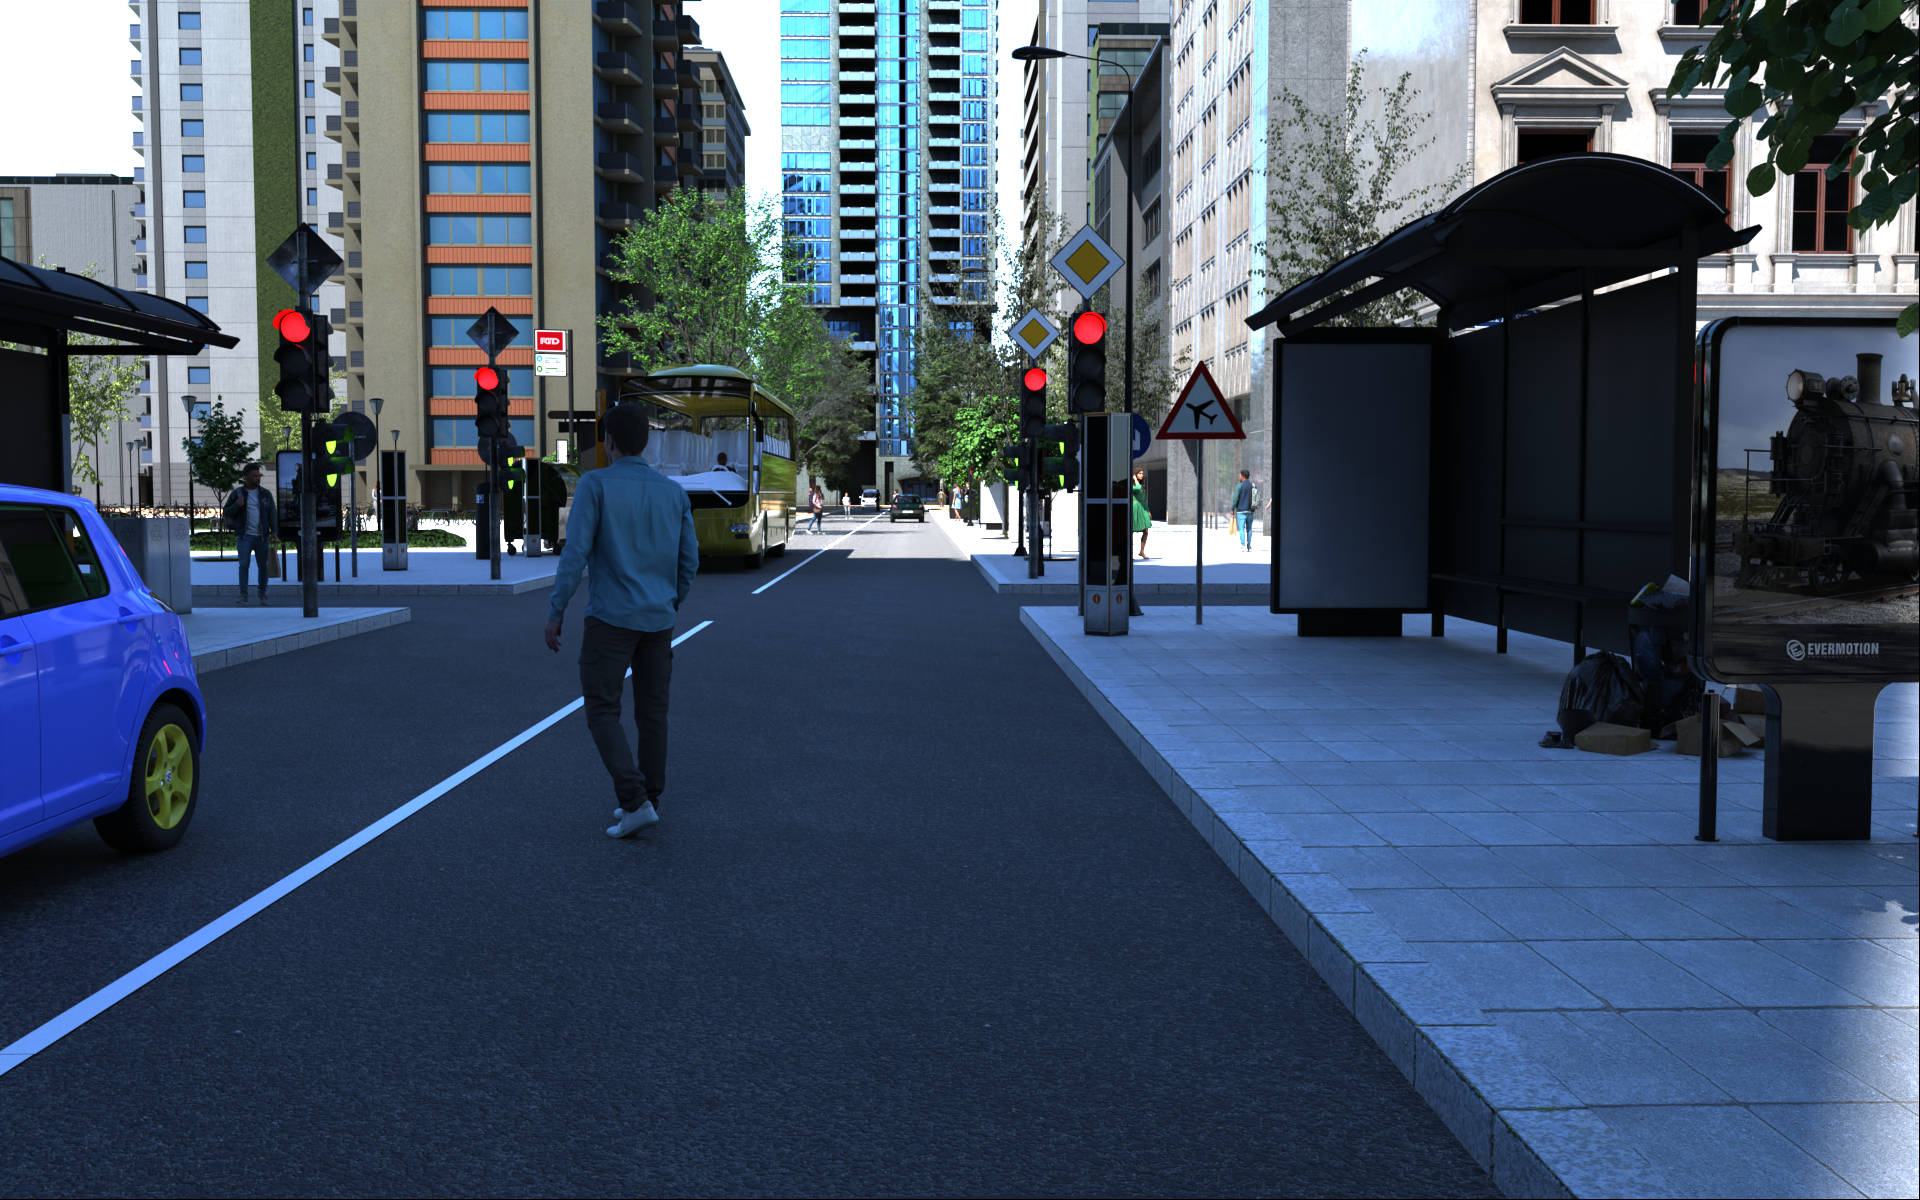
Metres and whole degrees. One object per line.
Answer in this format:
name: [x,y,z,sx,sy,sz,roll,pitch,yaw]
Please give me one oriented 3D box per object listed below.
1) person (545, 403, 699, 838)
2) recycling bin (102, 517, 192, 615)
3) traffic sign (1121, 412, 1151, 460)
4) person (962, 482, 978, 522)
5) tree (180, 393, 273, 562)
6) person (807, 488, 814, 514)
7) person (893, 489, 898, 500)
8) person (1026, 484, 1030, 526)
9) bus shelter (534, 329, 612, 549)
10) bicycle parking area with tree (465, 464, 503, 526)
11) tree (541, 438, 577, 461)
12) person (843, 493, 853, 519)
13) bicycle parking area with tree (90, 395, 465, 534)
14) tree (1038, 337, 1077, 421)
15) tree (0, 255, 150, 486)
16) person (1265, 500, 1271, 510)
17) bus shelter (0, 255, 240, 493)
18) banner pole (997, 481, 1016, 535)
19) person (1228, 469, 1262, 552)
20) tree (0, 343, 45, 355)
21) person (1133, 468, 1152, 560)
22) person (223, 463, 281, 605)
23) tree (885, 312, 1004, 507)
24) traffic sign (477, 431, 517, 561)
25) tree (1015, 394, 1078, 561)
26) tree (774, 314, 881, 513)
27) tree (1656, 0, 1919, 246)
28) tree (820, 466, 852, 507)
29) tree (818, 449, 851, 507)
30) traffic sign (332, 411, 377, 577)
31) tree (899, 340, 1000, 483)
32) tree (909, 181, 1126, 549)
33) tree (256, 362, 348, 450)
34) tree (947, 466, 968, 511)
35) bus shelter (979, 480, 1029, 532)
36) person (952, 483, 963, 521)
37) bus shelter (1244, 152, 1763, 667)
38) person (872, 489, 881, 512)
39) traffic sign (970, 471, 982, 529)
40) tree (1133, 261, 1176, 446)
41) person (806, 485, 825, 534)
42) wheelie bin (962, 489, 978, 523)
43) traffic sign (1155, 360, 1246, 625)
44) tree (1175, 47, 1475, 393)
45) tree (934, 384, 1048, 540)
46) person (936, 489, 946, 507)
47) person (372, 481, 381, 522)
person: [-1.399,0.070,7.372,0.660,1.820,0.620,-3,5,-44]
recycling bin: [-8.686,-0.355,18.364,0.722,1.027,0.722,1,4,15]
traffic sign: [2.571,-1.633,26.812,0.768,2.556,0.104,0,4,4]
person: [0.457,-4.405,78.023,0.822,1.834,0.622,-1,4,-18]
tree: [-14.078,-2.365,33.270,1.663,3.219,1.824,0,3,0]
person: [-9.637,-6.451,112.434,0.530,1.710,0.541,-1,4,-10]
person: [-3.609,-5.527,99.696,0.563,1.720,0.643,3,4,36]
person: [2.217,-2.991,55.222,0.850,1.792,0.678,1,4,15]
bus shelter: [-9.338,-4.117,44.942,2.179,5.291,8.768,0,4,-2]
bicycle parking area with tree: [-17.244,-5.115,70.628,8.231,4.147,9.016,-3,5,-39]
tree: [-22.169,-7.046,98.912,4.285,4.588,4.351,0,3,0]
person: [-6.443,-5.397,99.339,0.503,1.515,0.523,-3,5,-43]
bicycle parking area with tree: [-19.971,-3.924,51.160,8.231,4.147,9.016,0,4,-3]
tree: [4.926,-7.841,78.566,4.737,8.622,4.395,0,3,0]
tree: [-27.789,-6.360,54.346,4.737,8.622,4.395,0,3,0]
person: [9.059,-2.613,49.443,0.731,1.740,0.598,2,4,32]
bus shelter: [-8.263,-1.285,14.938,2.014,3.302,5.546,0,4,-2]
banner pole: [1.568,-3.920,54.104,0.863,3.779,0.401,2,4,24]
person: [6.249,-1.970,38.242,0.794,1.824,0.713,0,4,3]
tree: [-39.078,-7.398,71.317,4.360,8.622,3.978,0,3,0]
person: [3.455,-1.681,33.774,0.529,1.795,0.600,3,5,39]
person: [-9.014,-0.839,22.203,0.794,1.824,0.713,-1,4,-12]
tree: [-1.243,-19.644,177.074,12.611,20.169,13.585,0,3,0]
traffic sign: [-8.851,-2.022,33.161,0.768,2.556,0.104,0,4,-1]
tree: [1.880,-2.377,33.471,1.663,3.219,1.824,0,3,0]
tree: [-9.962,-12.888,117.368,9.857,13.997,8.962,0,3,0]
tree: [3.312,-1.218,3.633,4.285,4.588,4.351,0,3,0]
tree: [-12.644,-11.778,176.289,4.285,4.588,4.351,0,3,0]
tree: [-12.141,-13.278,167.455,4.360,8.622,3.978,0,3,0]
traffic sign: [-9.348,-1.625,26.670,0.768,2.556,0.104,0,4,3]
tree: [-0.233,-14.553,144.593,9.857,13.997,8.962,0,3,0]
tree: [1.246,-5.501,40.309,4.360,8.622,3.978,0,3,0]
tree: [-33.095,-8.405,87.776,4.737,8.622,4.395,0,3,0]
tree: [-0.501,-8.308,130.441,1.663,3.219,1.824,0,3,0]
bus shelter: [1.529,-3.990,59.153,2.014,3.302,5.546,0,4,-2]
person: [-0.072,-4.555,80.606,0.616,1.811,0.778,-1,4,-23]
bus shelter: [3.657,-1.169,13.039,2.014,3.302,5.546,0,4,-2]
person: [-6.709,-8.095,140.874,0.705,1.822,1.348,-2,4,-32]
traffic sign: [0.764,-3.916,64.135,0.768,2.556,0.104,0,4,6]
tree: [5.381,-6.434,55.561,4.360,8.622,3.978,0,3,0]
person: [-5.147,-3.224,61.810,0.643,1.750,0.593,1,4,13]
wheelie bin: [0.444,-4.213,76.792,0.693,1.594,0.980,0,4,2]
traffic sign: [2.350,-1.037,16.958,0.884,2.594,0.081,0,4,2]
tree: [6.727,-4.856,29.751,4.360,8.622,3.978,0,3,0]
tree: [1.224,-4.004,49.175,4.285,4.588,4.351,0,3,0]
person: [-1.824,-10.161,172.178,1.348,1.824,0.705,2,4,30]
person: [-22.192,-3.674,66.379,0.573,1.790,0.520,3,4,38]
